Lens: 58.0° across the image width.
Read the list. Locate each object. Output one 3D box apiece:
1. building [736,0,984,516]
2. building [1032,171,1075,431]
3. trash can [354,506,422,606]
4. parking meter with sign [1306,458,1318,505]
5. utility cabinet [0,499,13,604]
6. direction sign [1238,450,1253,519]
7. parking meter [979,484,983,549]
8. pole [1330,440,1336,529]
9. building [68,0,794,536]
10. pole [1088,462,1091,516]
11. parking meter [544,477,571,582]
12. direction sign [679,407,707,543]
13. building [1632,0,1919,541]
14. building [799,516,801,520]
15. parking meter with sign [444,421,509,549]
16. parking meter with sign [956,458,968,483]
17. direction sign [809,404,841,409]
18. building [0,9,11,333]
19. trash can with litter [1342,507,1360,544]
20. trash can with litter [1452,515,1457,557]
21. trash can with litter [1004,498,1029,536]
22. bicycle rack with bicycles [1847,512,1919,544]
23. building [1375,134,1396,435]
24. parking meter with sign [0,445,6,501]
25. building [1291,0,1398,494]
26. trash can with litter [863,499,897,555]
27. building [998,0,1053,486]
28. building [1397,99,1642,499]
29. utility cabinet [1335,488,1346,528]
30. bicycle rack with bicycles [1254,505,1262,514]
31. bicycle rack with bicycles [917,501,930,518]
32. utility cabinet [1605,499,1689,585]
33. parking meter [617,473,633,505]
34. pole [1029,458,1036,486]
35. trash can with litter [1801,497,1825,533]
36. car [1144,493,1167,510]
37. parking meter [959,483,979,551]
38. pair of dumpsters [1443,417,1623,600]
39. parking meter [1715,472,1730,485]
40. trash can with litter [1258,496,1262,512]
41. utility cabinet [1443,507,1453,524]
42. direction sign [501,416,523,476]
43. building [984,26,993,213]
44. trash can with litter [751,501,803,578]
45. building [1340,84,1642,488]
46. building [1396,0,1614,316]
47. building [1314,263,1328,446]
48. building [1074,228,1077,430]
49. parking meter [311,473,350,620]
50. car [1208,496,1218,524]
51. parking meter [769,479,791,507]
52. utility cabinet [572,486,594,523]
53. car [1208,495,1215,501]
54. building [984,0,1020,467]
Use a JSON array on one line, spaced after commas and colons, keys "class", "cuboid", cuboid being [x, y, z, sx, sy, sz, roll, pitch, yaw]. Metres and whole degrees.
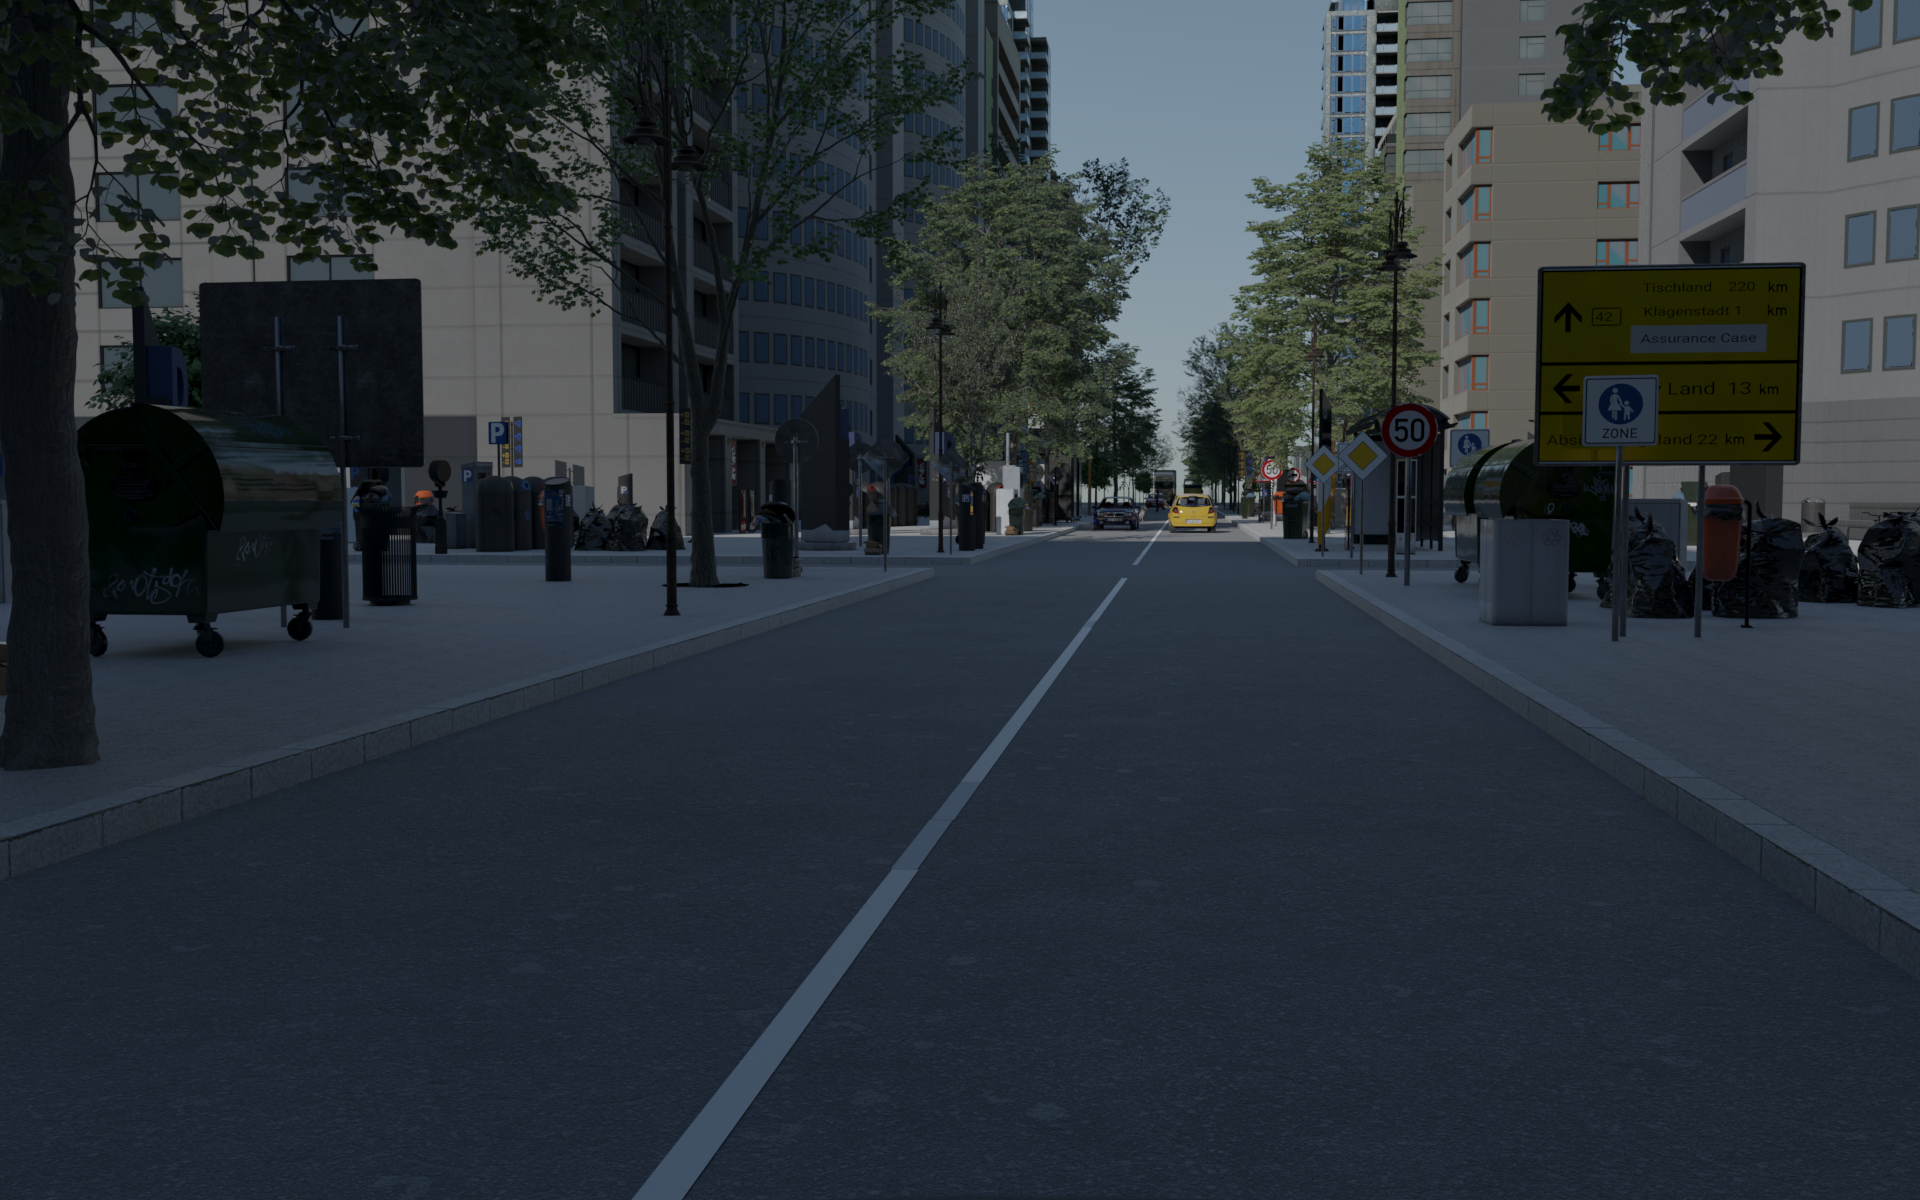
[{"class": "building", "cuboid": [-10.281, -35.771, 126.862, 21.231, 58.520, 28.212, 0, 4, 7]}, {"class": "building", "cuboid": [8.800, -36.341, 244.280, 14.600, 45.320, 14.200, 0, 4, 7]}, {"class": "trash can", "cuboid": [-6.596, -0.512, 20.018, 0.748, 1.137, 0.748, 0, 3, 0]}, {"class": "parking meter with sign", "cuboid": [18.335, -5.669, 88.947, 1.738, 3.016, 0.543, 1, 4, 18]}, {"class": "utility cabinet", "cuboid": [-11.712, -0.559, 20.297, 1.020, 1.237, 0.306, -1, 4, -11]}, {"class": "direction sign", "cuboid": [14.780, -5.979, 89.753, 0.876, 3.537, 0.379, -2, 4, -26]}, {"class": "parking meter", "cuboid": [0.361, -1.955, 40.378, 0.372, 1.533, 0.369, 0, 3, 0]}, {"class": "pole", "cuboid": [13.673, -4.263, 63.547, 0.158, 3.312, 0.155, 0, 3, 0]}, {"class": "building", "cuboid": [-17.117, -38.147, 61.949, 20.563, 71.187, 20.611, 0, 4, 7]}, {"class": "pole", "cuboid": [7.604, -6.599, 101.732, 0.158, 3.312, 0.155, 0, 3, 0]}, {"class": "parking meter", "cuboid": [-5.923, -1.045, 25.496, 0.372, 1.533, 0.369, 0, 3, 0]}, {"class": "direction sign", "cuboid": [-7.007, -3.278, 45.595, 0.876, 3.537, 0.379, -3, 5, -43]}, {"class": "building", "cuboid": [37.580, -31.174, 51.692, 28.212, 58.520, 21.231, 0, 4, 7]}, {"class": "building", "cuboid": [-15.731, -33.809, 94.783, 21.231, 58.520, 28.212, 0, 4, 7]}, {"class": "parking meter with sign", "cuboid": [-11.450, -2.735, 40.979, 0.543, 3.016, 1.738, 2, 4, 25]}, {"class": "parking meter with sign", "cuboid": [-0.154, -4.774, 74.323, 0.543, 3.016, 1.738, 3, 5, 42]}, {"class": "direction sign", "cuboid": [-3.393, -3.163, 43.719, 0.876, 3.537, 0.379, -2, 4, -30]}, {"class": "building", "cuboid": [-55.071, -23.119, 69.879, 23.993, 40.220, 32.217, 0, 4, 7]}, {"class": "trash can with litter", "cuboid": [10.432, -2.036, 44.681, 1.055, 1.170, 0.624, -1, 4, -14]}, {"class": "trash can with litter", "cuboid": [10.388, -1.430, 34.768, 0.624, 1.170, 1.055, -2, 4, -27]}, {"class": "trash can with litter", "cuboid": [1.743, -2.592, 53.764, 0.624, 1.170, 1.055, 1, 4, 16]}, {"class": "bicycle rack with bicycles", "cuboid": [19.472, -1.348, 35.428, 2.852, 0.926, 2.925, 1, 4, 14]}, {"class": "building", "cuboid": [40.885, -22.587, 141.001, 14.160, 30.474, 14.107, 0, 4, 7]}, {"class": "parking meter with sign", "cuboid": [-32.107, -3.686, 56.533, 0.543, 3.016, 1.738, 1, 4, 13]}, {"class": "building", "cuboid": [55.635, -55.764, 224.415, 22.319, 86.520, 31.000, 0, 4, 7]}, {"class": "trash can with litter", "cuboid": [-1.710, -1.549, 36.711, 0.624, 1.170, 1.055, 0, 4, 6]}, {"class": "building", "cuboid": [1.424, -55.570, 221.239, 22.319, 86.520, 31.000, 0, 4, 7]}, {"class": "building", "cuboid": [38.252, -14.955, 89.557, 27.650, 21.520, 28.899, 0, 4, 7]}, {"class": "utility cabinet", "cuboid": [14.090, -3.406, 64.365, 1.173, 1.500, 0.318, -1, 4, -12]}, {"class": "bicycle rack with bicycles", "cuboid": [18.840, -5.580, 104.619, 2.925, 0.926, 2.852, 2, 4, 23]}, {"class": "bicycle rack with bicycles", "cuboid": [-1.209, -5.762, 107.597, 2.925, 0.926, 2.852, 2, 4, 32]}, {"class": "utility cabinet", "cuboid": [9.466, -0.778, 23.886, 1.020, 1.237, 0.306, 3, 5, 43]}, {"class": "parking meter", "cuboid": [-9.441, -2.638, 48.847, 0.399, 1.863, 0.255, 1, 4, 9]}, {"class": "pole", "cuboid": [3.575, -5.523, 84.150, 0.158, 3.312, 0.155, 0, 3, 0]}, {"class": "trash can with litter", "cuboid": [20.451, -1.919, 42.438, 2.233, 1.210, 1.678, 1, 4, 20]}, {"class": "car", "cuboid": [17.884, -9.128, 158.284, 2.155, 1.783, 4.494, 1, 4, 8]}, {"class": "parking meter", "cuboid": [0.157, -1.879, 39.128, 0.372, 1.533, 0.369, 0, 3, 0]}, {"class": "pair of dumpsters", "cuboid": [7.511, -1.247, 22.881, 1.574, 2.255, 4.437, 0, 4, 7]}, {"class": "parking meter", "cuboid": [20.216, -2.461, 45.952, 0.255, 1.863, 0.399, 0, 4, -4]}, {"class": "trash can with litter", "cuboid": [19.445, -6.013, 109.699, 1.055, 1.170, 0.624, -1, 4, -15]}, {"class": "utility cabinet", "cuboid": [20.517, -3.911, 72.616, 0.318, 1.500, 1.173, -2, 4, -31]}, {"class": "direction sign", "cuboid": [-13.117, -3.594, 50.763, 0.876, 3.537, 0.379, 2, 4, 34]}, {"class": "building", "cuboid": [-4.964, -28.403, 147.983, 14.154, 41.232, 14.086, 0, 4, 7]}, {"class": "trash can with litter", "cuboid": [-2.780, -0.930, 26.588, 0.624, 1.170, 1.055, 1, 4, 8]}, {"class": "building", "cuboid": [51.905, -28.542, 158.537, 32.217, 40.220, 23.993, 0, 4, 7]}, {"class": "building", "cuboid": [38.774, -27.092, 126.541, 14.154, 41.232, 14.086, 0, 4, 7]}, {"class": "building", "cuboid": [64.638, -34.278, 252.328, 32.217, 40.220, 23.993, 0, 4, 7]}, {"class": "building", "cuboid": [10.116, -35.179, 258.770, 14.154, 41.232, 14.086, 0, 4, 7]}, {"class": "parking meter", "cuboid": [-6.466, -0.571, 17.741, 0.372, 1.533, 0.369, 0, 3, 0]}, {"class": "car", "cuboid": [11.529, -4.355, 83.781, 1.945, 1.354, 3.894, 0, 4, 6]}, {"class": "parking meter", "cuboid": [-3.058, -1.290, 29.499, 0.372, 1.533, 0.369, 0, 3, 0]}, {"class": "utility cabinet", "cuboid": [-10.304, -2.311, 46.456, 1.173, 1.500, 0.318, 3, 4, 36]}, {"class": "car", "cuboid": [18.032, -7.186, 129.498, 2.014, 1.417, 4.499, 0, 4, 8]}, {"class": "building", "cuboid": [-5.860, -33.185, 166.275, 21.300, 48.544, 21.600, 0, 4, 7]}]
